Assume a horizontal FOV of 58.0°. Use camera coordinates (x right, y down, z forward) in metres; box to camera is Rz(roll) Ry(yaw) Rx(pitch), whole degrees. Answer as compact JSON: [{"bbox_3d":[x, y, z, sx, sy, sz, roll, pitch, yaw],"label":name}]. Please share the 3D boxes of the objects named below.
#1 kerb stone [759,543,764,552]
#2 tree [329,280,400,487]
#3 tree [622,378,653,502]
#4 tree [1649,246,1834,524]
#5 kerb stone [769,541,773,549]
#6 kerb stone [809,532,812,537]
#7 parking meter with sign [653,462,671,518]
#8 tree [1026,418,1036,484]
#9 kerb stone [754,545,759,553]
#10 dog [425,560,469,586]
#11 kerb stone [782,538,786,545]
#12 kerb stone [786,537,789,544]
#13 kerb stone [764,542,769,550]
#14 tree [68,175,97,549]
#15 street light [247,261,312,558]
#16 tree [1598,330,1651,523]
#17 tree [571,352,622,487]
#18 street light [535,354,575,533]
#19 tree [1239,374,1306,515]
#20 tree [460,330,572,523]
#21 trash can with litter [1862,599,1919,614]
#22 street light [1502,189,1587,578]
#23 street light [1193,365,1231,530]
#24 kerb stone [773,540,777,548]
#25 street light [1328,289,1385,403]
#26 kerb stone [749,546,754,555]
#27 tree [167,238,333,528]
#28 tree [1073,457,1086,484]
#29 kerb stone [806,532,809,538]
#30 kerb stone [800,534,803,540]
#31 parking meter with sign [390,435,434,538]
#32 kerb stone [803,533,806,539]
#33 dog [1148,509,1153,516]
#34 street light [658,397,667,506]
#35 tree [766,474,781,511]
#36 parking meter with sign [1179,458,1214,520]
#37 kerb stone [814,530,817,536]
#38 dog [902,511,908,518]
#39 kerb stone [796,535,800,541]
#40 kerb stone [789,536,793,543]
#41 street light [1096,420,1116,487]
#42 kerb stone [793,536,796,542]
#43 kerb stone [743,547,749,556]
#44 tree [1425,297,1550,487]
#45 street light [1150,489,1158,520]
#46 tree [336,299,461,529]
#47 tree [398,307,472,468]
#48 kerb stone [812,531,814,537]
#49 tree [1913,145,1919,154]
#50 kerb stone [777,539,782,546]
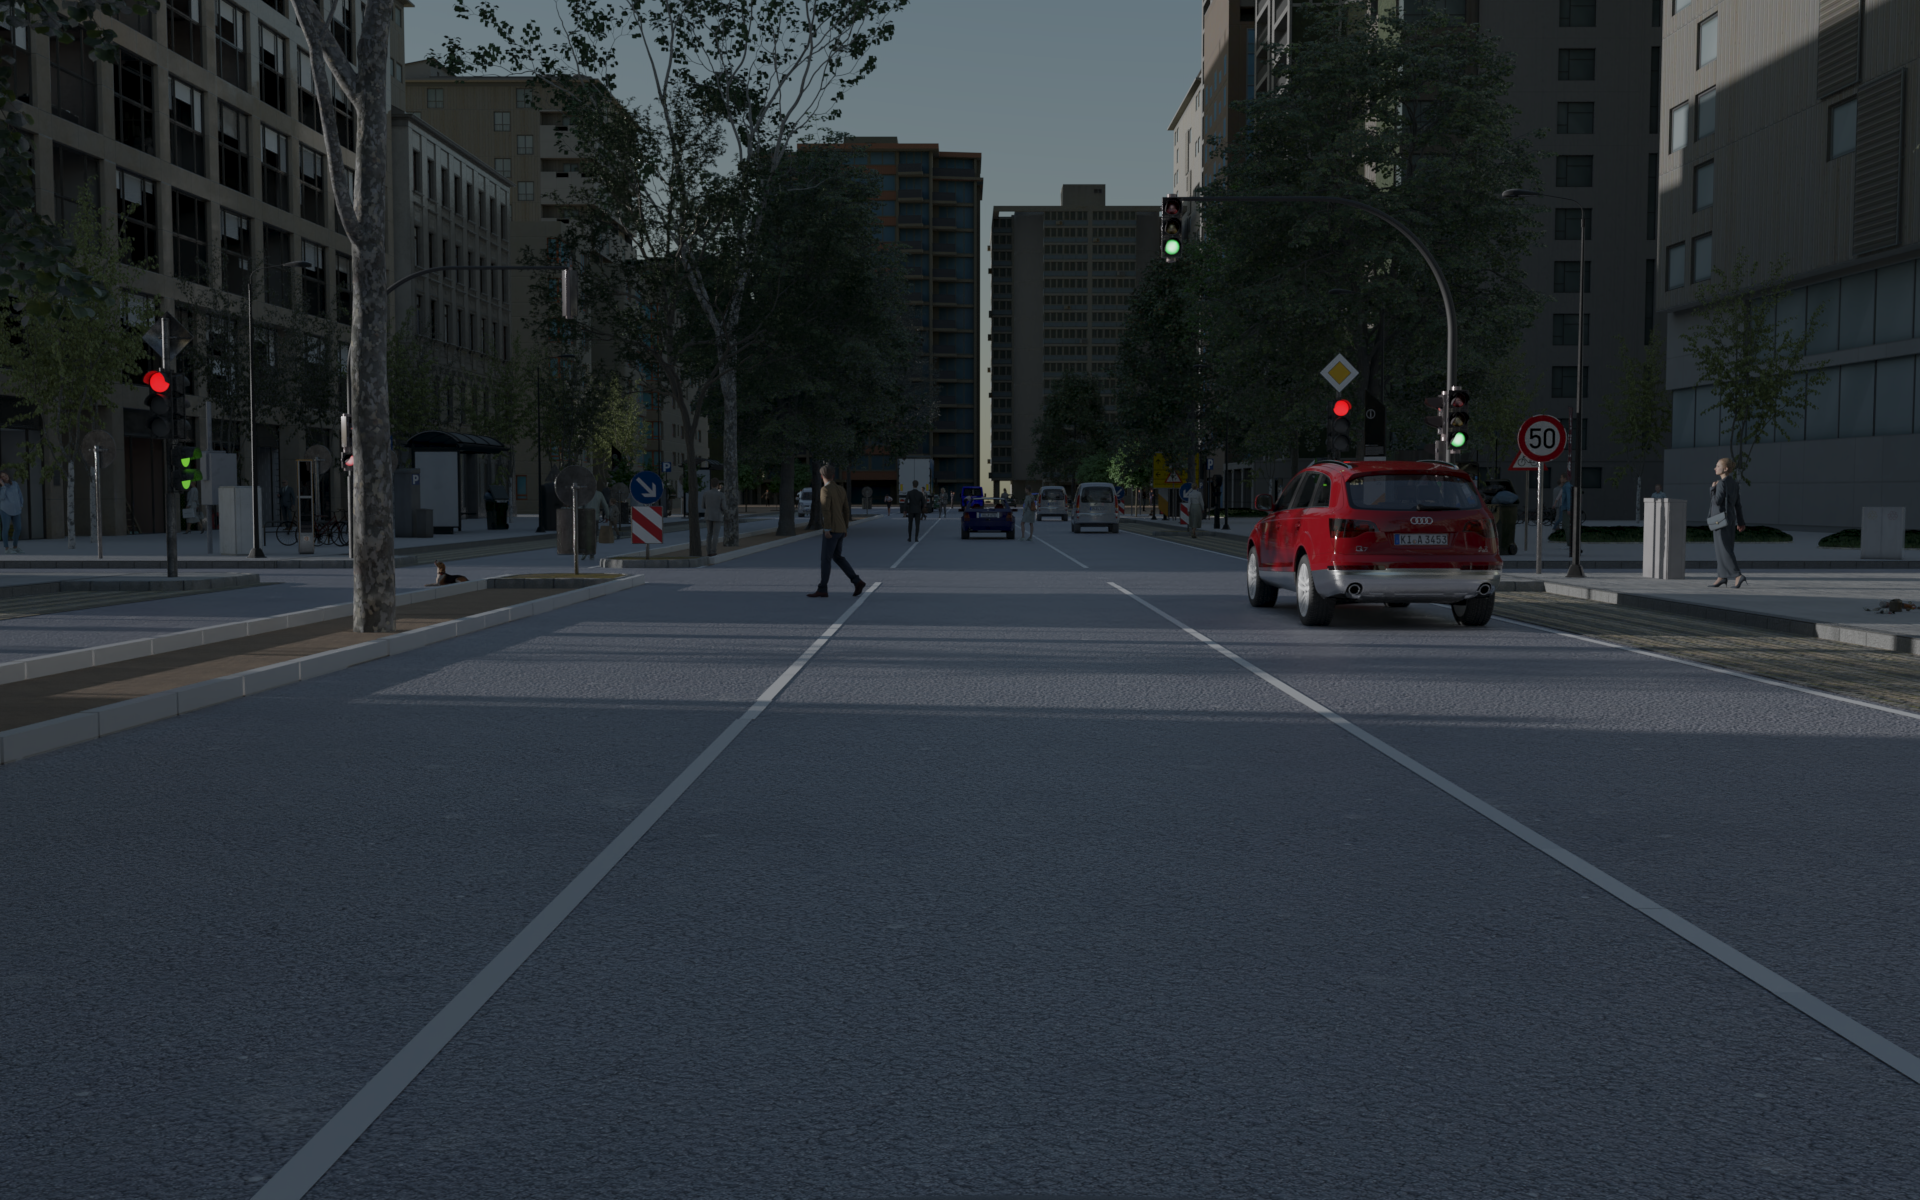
[{"bbox_3d":[-5.041,-1.270,42.957,0.120,0.150,1.000,0,4,0],"label":"kerb stone"},{"bbox_3d":[-20.932,-6.465,56.063,4.360,8.622,3.978,0,3,0],"label":"tree"},{"bbox_3d":[-20.061,-9.349,103.216,4.737,8.622,4.395,0,3,0],"label":"tree"},{"bbox_3d":[23.797,-6.231,52.240,4.737,8.622,4.395,0,3,0],"label":"tree"},{"bbox_3d":[-5.044,-1.395,45.005,0.120,0.150,1.000,0,4,0],"label":"kerb stone"},{"bbox_3d":[-5.010,-2.086,56.296,0.120,0.150,1.000,0,4,0],"label":"kerb stone"},{"bbox_3d":[-16.393,-6.038,94.976,0.543,3.016,1.738,-2,4,-30],"label":"parking meter with sign"},{"bbox_3d":[10.232,-14.515,154.326,9.611,12.733,9.660,0,3,0],"label":"tree"},{"bbox_3d":[-5.045,-1.207,41.935,0.120,0.150,1.000,0,4,0],"label":"kerb stone"},{"bbox_3d":[-7.909,-0.411,26.917,0.748,0.427,0.550,2,4,31],"label":"dog"},{"bbox_3d":[-5.023,-1.584,48.091,0.120,0.150,1.000,0,4,0],"label":"kerb stone"},{"bbox_3d":[-5.029,-1.647,49.119,0.120,0.150,1.000,0,4,0],"label":"kerb stone"},{"bbox_3d":[-5.036,-1.330,43.981,0.120,0.150,1.000,0,4,0],"label":"kerb stone"},{"bbox_3d":[-20.841,-5.510,40.458,4.737,8.622,4.395,0,3,0],"label":"tree"},{"bbox_3d":[-13.613,-3.800,34.672,1.470,5.913,1.316,0,4,0],"label":"street light"},{"bbox_3d":[29.821,-7.672,75.800,4.737,8.622,4.395,0,3,0],"label":"tree"},{"bbox_3d":[-19.671,-8.145,83.526,4.737,8.622,4.395,0,3,0],"label":"tree"},{"bbox_3d":[-13.457,-5.203,57.609,1.470,5.913,1.316,0,4,0],"label":"street light"},{"bbox_3d":[15.598,-8.346,86.817,4.737,8.622,4.395,0,3,0],"label":"tree"},{"bbox_3d":[-20.293,-7.749,77.064,4.737,8.622,4.395,0,3,0],"label":"tree"},{"bbox_3d":[10.752,-0.496,19.174,2.233,1.210,1.678,-2,4,-25],"label":"trash can with litter"},{"bbox_3d":[8.957,-3.303,26.542,1.470,5.913,1.316,0,4,0],"label":"street light"},{"bbox_3d":[9.058,-5.489,62.291,1.470,5.913,1.316,0,4,0],"label":"street light"},{"bbox_3d":[-5.033,-1.458,46.032,0.120,0.150,1.000,0,4,0],"label":"kerb stone"},{"bbox_3d":[9.037,-4.086,39.354,1.470,5.913,1.316,0,4,0],"label":"street light"},{"bbox_3d":[-5.047,-1.144,40.910,0.120,0.150,1.000,0,4,0],"label":"kerb stone"},{"bbox_3d":[-21.271,-6.148,50.885,4.360,8.622,3.978,0,3,0],"label":"tree"},{"bbox_3d":[9.995,-8.432,121.570,4.285,4.588,4.351,0,3,0],"label":"tree"},{"bbox_3d":[-5.008,-2.020,55.262,0.120,0.150,1.000,0,4,0],"label":"kerb stone"},{"bbox_3d":[-5.015,-1.892,53.218,0.120,0.150,1.000,0,4,0],"label":"kerb stone"},{"bbox_3d":[-16.282,-3.347,50.979,1.738,3.016,0.543,2,4,26],"label":"parking meter with sign"},{"bbox_3d":[-5.011,-1.960,54.240,0.120,0.150,1.000,0,4,0],"label":"kerb stone"},{"bbox_3d":[11.112,-5.107,101.241,0.748,0.427,0.550,-2,4,-35],"label":"dog"},{"bbox_3d":[-13.564,-6.645,81.192,1.470,5.913,1.316,0,4,0],"label":"street light"},{"bbox_3d":[-14.208,-8.476,133.188,1.663,3.219,1.824,0,3,0],"label":"tree"},{"bbox_3d":[11.636,-5.461,85.548,1.738,3.016,0.543,3,5,43],"label":"parking meter with sign"},{"bbox_3d":[-4.998,-2.212,58.358,0.120,0.150,1.000,0,4,0],"label":"kerb stone"},{"bbox_3d":[-3.242,-5.236,105.802,0.748,0.427,0.550,-1,4,-18],"label":"dog"},{"bbox_3d":[-5.015,-1.835,52.195,0.120,0.150,1.000,0,4,0],"label":"kerb stone"},{"bbox_3d":[-5.020,-1.708,50.143,0.120,0.150,1.000,0,4,0],"label":"kerb stone"},{"bbox_3d":[9.244,-8.337,108.850,1.470,5.913,1.316,0,4,0],"label":"street light"},{"bbox_3d":[-5.021,-1.772,51.170,0.120,0.150,1.000,0,4,0],"label":"kerb stone"},{"bbox_3d":[-5.051,-1.082,39.887,0.120,0.150,1.000,0,4,0],"label":"kerb stone"},{"bbox_3d":[18.825,-6.954,64.055,4.737,8.622,4.395,0,3,0],"label":"tree"},{"bbox_3d":[9.100,-6.932,85.877,1.470,5.913,1.316,0,4,0],"label":"street light"},{"bbox_3d":[-20.731,-6.912,63.368,4.737,8.622,4.395,0,3,0],"label":"tree"},{"bbox_3d":[-21.960,-7.268,69.201,4.360,8.622,3.978,0,3,0],"label":"tree"},{"bbox_3d":[-5.012,-2.148,57.323,0.120,0.150,1.000,0,4,0],"label":"kerb stone"},{"bbox_3d":[14.807,-4.453,23.168,4.360,8.622,3.978,0,3,0],"label":"tree"},{"bbox_3d":[-5.033,-1.521,47.069,0.120,0.150,1.000,0,4,0],"label":"kerb stone"}]
